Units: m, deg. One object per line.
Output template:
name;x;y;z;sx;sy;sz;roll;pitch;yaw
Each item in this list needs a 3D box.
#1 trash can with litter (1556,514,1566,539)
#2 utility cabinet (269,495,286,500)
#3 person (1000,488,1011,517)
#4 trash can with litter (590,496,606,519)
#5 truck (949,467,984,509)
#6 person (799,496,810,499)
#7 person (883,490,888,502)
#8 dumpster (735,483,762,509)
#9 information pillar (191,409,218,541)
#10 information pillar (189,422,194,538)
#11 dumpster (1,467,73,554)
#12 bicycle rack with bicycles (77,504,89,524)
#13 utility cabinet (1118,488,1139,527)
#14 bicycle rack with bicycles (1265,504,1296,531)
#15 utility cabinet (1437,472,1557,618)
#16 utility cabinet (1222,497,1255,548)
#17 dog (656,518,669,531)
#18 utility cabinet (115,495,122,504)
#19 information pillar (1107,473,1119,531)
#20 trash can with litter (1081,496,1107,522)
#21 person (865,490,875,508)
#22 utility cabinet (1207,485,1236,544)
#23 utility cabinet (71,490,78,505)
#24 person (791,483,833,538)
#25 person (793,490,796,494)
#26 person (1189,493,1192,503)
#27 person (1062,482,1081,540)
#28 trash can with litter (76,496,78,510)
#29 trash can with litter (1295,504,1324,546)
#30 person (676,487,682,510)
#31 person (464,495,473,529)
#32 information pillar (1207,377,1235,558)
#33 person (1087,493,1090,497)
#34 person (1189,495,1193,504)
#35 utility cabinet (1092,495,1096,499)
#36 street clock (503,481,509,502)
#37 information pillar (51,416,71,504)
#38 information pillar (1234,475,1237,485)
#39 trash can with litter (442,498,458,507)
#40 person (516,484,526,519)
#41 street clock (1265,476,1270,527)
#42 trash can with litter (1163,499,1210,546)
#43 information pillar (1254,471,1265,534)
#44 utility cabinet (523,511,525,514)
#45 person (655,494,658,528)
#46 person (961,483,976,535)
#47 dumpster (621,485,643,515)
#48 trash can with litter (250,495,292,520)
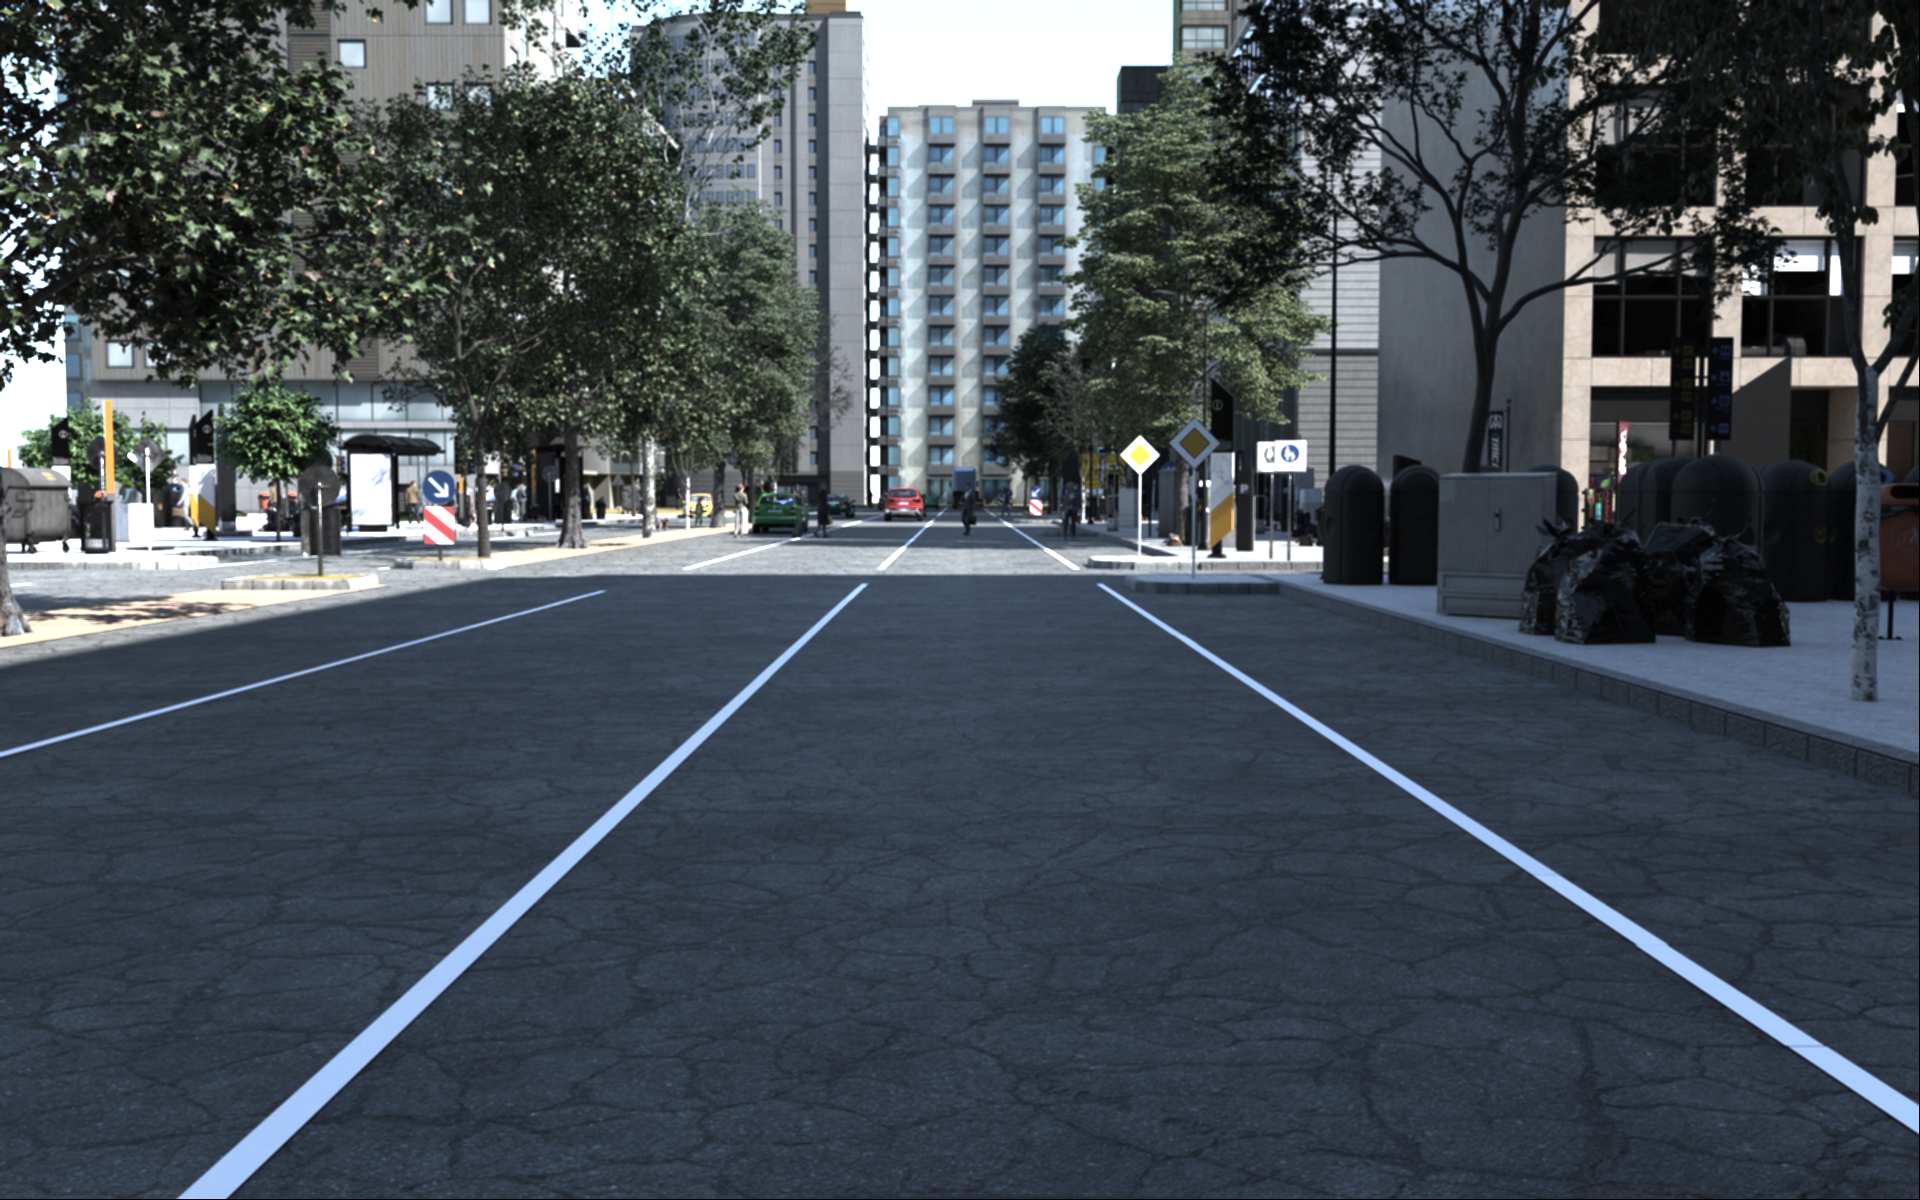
trash can with litter;7.179;-0.655;22.093;1.055;1.170;0.624;-2;4;-29
utility cabinet;-40.062;-5.541;101.752;1.020;1.237;0.306;1;4;10
person;2.806;-6.042;107.272;0.713;1.824;0.794;0;4;-8
trash can with litter;-18.472;-4.677;87.849;1.055;1.170;0.624;-1;4;-11
truck;0.665;-10.941;168.649;2.967;4.110;18.799;0;4;-2
person;-15.757;-10.170;174.788;1.348;1.824;0.705;-2;4;-30
person;-4.790;-6.249;111.605;0.756;1.711;0.436;-3;5;-45
dumpster;-15.852;-7.635;129.778;1.985;2.255;1.502;0;4;0
information pillar;-20.797;-3.451;47.786;0.504;3.616;0.183;0;4;3
information pillar;-22.447;-3.633;50.748;0.183;3.616;0.504;-1;4;-10
dumpster;-20.187;-1.933;37.368;1.264;1.857;1.865;0;3;0
bicycle rack with bicycles;-31.741;-3.057;63.365;2.925;0.926;2.852;-2;4;-30
utility cabinet;6.533;-3.584;67.270;0.318;1.500;1.173;-2;4;-32
bicycle rack with bicycles;10.941;-2.920;61.129;2.925;0.926;2.852;3;5;43
utility cabinet;5.554;-0.569;17.978;0.318;1.500;1.173;-3;5;-44
utility cabinet;6.491;-1.843;41.290;1.020;1.237;0.306;1;4;20
dog;-11.604;-2.953;67.570;0.406;0.507;0.540;0;4;-1
utility cabinet;-37.429;-3.993;76.442;1.020;1.237;0.306;1;4;13
information pillar;5.301;-3.398;60.053;0.304;2.012;0.304;2;4;33
trash can with litter;6.652;-4.142;78.780;1.678;1.210;2.233;-2;4;-35
person;-9.043;-10.184;175.020;1.348;1.822;0.705;3;5;42
utility cabinet;6.910;-2.174;44.220;1.173;1.500;0.318;1;4;9
utility cabinet;-53.280;-5.871;104.672;1.173;1.500;0.318;1;4;20
person;-4.823;-2.938;56.752;1.509;1.804;0.699;-2;4;-31
person;-12.081;-7.123;125.741;1.217;1.735;0.721;3;5;41
person;8.972;-3.899;69.571;0.755;1.850;0.659;0;4;3
person;3.478;-2.765;53.894;0.537;1.800;0.526;1;4;17
trash can with litter;-49.171;-5.207;96.198;2.233;1.210;1.678;0;4;-7
trash can with litter;8.776;-1.909;42.592;1.055;1.170;0.624;2;4;28
person;-23.027;-8.297;141.706;0.705;1.822;1.348;-2;4;-25
person;-18.164;-3.256;63.941;0.373;1.253;0.362;-3;5;-41
information pillar;5.242;-2.651;34.706;0.504;3.616;0.183;2;4;29
person;12.991;-9.994;172.635;0.799;1.438;0.628;-1;4;-18
person;11.503;-4.630;86.419;0.362;1.253;0.373;1;4;18
utility cabinet;7.871;-5.560;102.068;0.306;1.237;1.020;0;4;3
street clock;-24.805;-5.510;94.663;0.358;2.002;0.471;-2;4;-27
information pillar;-26.845;-3.695;51.762;0.504;3.616;0.183;-2;4;-28
information pillar;10.740;-3.833;67.160;0.304;2.012;0.304;2;4;31
trash can with litter;-19.316;-3.294;65.247;0.624;1.170;1.055;0;4;-6
person;-22.756;-5.133;90.137;0.661;1.801;0.590;2;4;33
street clock;12.191;-3.900;68.342;0.358;2.002;0.471;0;4;-2
trash can with litter;5.581;-1.918;42.750;1.055;1.170;0.624;-1;4;-19
information pillar;9.672;-3.153;56.048;0.304;2.012;0.304;-1;4;-19
utility cabinet;-26.189;-5.651;103.556;0.306;1.237;1.020;0;4;0
person;-12.868;-3.873;72.098;0.678;1.792;0.850;2;4;30
person;0.299;-3.171;60.309;0.622;1.834;0.822;2;4;26
dumpster;-20.536;-6.290;108.597;1.264;1.857;1.865;0;3;0
trash can with litter;-34.077;-4.589;86.083;2.233;1.210;1.678;-1;4;-17
